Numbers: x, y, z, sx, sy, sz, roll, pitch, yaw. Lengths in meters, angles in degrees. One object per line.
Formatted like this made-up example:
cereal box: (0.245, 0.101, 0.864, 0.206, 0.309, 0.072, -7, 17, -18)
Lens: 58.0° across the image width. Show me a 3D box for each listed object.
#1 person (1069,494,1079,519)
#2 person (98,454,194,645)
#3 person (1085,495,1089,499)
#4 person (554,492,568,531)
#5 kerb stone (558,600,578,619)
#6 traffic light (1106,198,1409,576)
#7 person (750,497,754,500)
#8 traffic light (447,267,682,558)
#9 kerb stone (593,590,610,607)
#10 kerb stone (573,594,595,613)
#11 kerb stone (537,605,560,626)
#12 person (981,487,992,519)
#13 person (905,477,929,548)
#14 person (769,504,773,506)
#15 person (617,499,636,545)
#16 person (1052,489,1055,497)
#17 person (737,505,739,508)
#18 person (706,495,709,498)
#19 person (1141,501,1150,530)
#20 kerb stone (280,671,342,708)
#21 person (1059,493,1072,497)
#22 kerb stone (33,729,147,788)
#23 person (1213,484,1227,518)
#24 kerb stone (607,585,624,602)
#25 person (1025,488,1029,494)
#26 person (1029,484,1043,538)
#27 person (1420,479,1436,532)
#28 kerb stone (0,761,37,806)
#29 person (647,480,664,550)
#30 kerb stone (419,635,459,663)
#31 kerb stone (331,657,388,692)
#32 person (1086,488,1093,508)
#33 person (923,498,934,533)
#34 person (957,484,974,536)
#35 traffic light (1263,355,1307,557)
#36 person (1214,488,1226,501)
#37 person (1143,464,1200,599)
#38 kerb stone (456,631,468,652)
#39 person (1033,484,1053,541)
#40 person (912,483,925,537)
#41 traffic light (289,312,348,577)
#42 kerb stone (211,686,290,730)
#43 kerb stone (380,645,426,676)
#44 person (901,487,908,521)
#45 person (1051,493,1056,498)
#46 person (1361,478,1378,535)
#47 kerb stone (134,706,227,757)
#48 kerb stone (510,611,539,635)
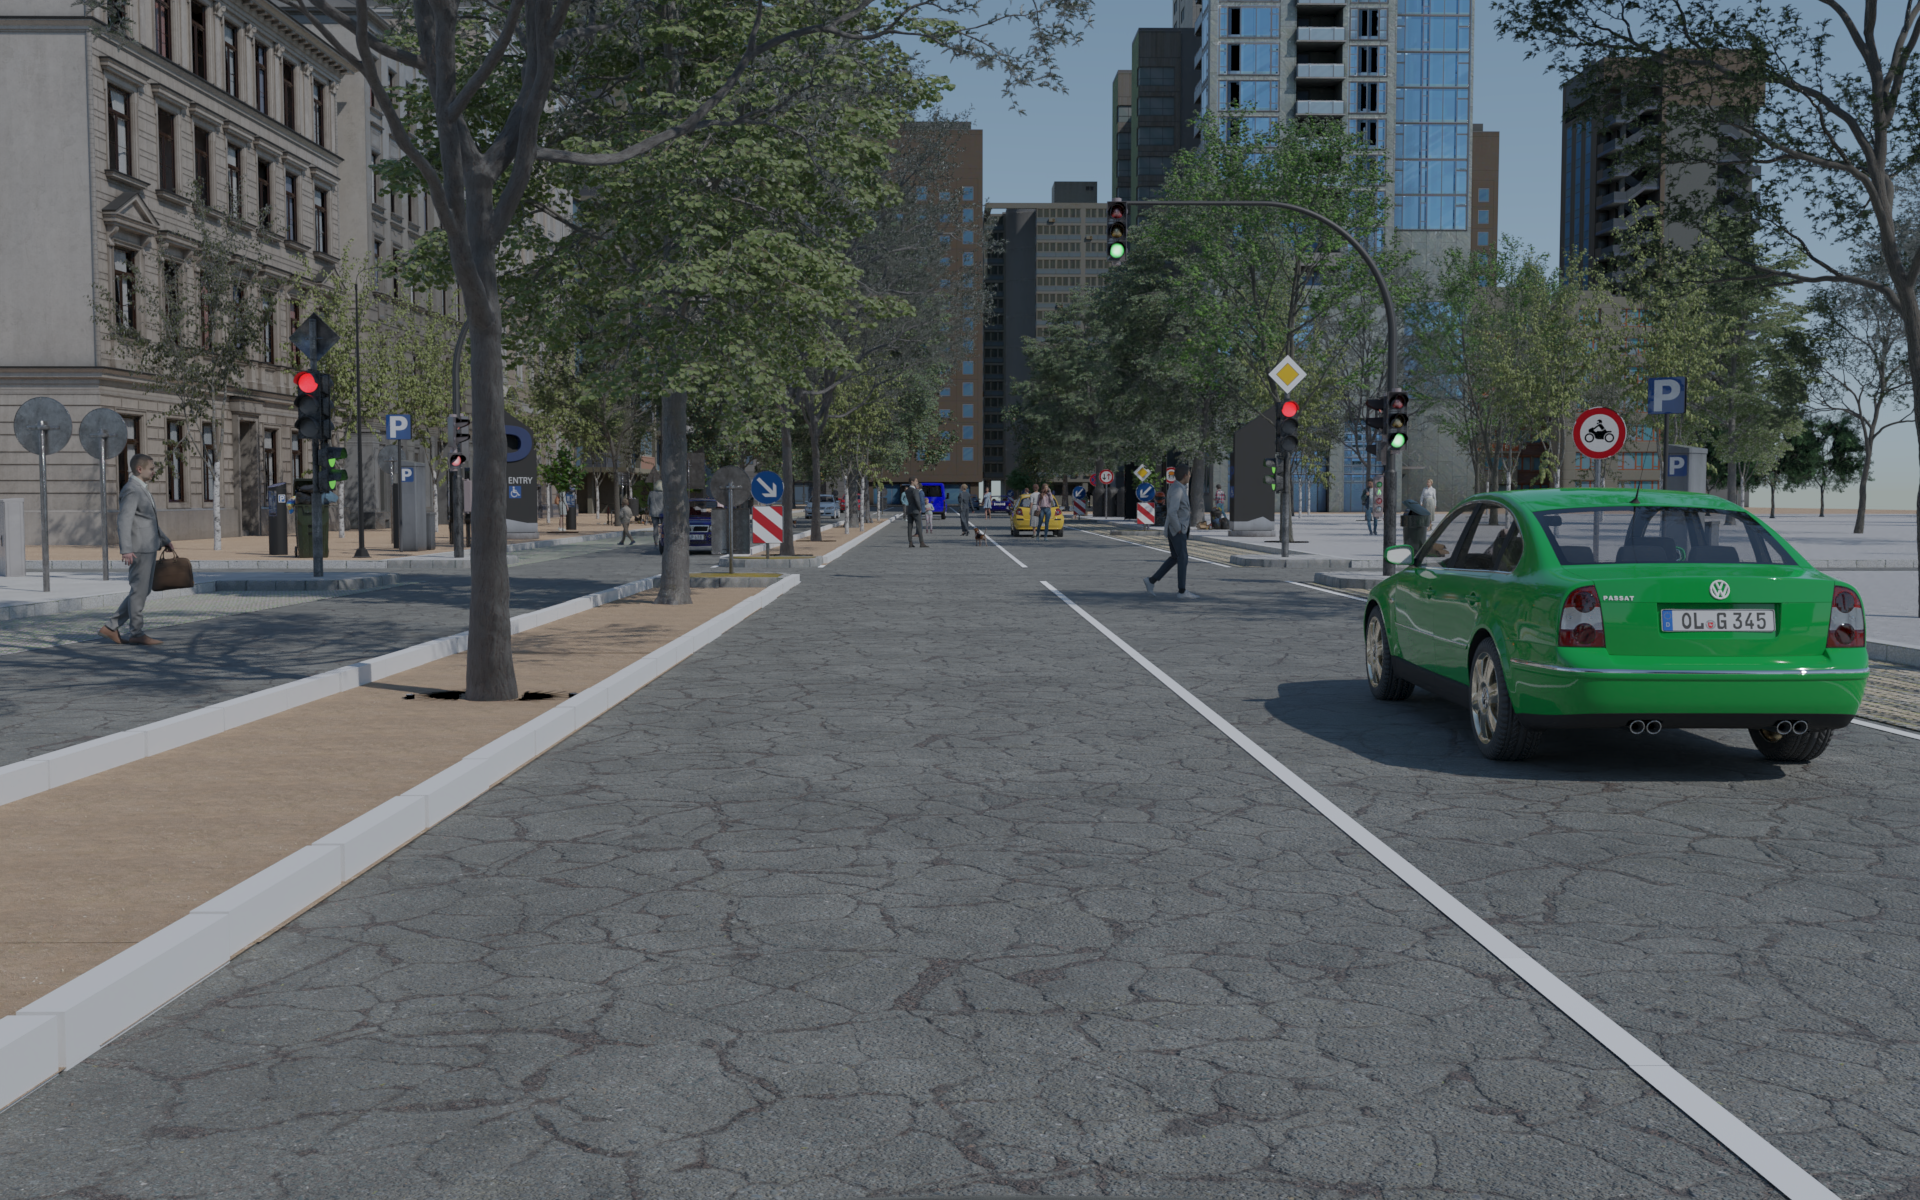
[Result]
person: (6.091, -5.077, 91.857, 0.624, 1.780, 0.694, -2, 4, -35)
person: (-7.769, -0.479, 16.458, 0.853, 1.813, 0.709, -1, 4, -18)
person: (9.937, -8.248, 140.902, 0.705, 1.823, 1.348, -3, 5, -39)
person: (-13.992, -3.286, 60.774, 0.512, 1.701, 0.522, 3, 4, 39)
kerb stone: (-4.630, 0.133, 20.123, 0.120, 0.150, 1.000, 0, 4, -1)
traffic light: (4.614, -3.194, 26.898, 4.771, 5.953, 1.251, 0, 4, -1)
person: (-18.934, -9.271, 157.633, 1.348, 1.822, 0.705, 2, 4, 27)
traffic light: (-7.987, -3.681, 34.851, 4.771, 5.953, 1.251, 0, 4, -1)
kerb stone: (-4.667, 0.002, 22.167, 0.120, 0.150, 1.000, 0, 4, -1)
kerb stone: (-4.645, 0.064, 21.145, 0.120, 0.150, 1.000, 0, 4, -1)
kerb stone: (-4.610, 0.195, 19.094, 0.120, 0.150, 1.000, 0, 4, -1)
person: (1.513, -5.458, 97.836, 0.616, 1.811, 0.778, 1, 4, 17)
person: (-1.184, -2.363, 46.495, 0.474, 1.900, 0.648, -3, 5, -44)
person: (-7.910, -3.596, 71.958, 0.362, 1.253, 0.373, 2, 4, 25)
person: (-9.333, -2.173, 48.303, 0.640, 1.303, 0.475, 1, 4, 19)
person: (9.139, -10.163, 172.078, 0.599, 1.838, 0.709, 0, 4, 4)
person: (-19.034, -8.760, 149.722, 0.683, 1.767, 0.568, 3, 5, 42)
person: (-19.238, -7.472, 128.354, 1.348, 1.807, 0.705, -1, 4, -8)
person: (6.674, -3.005, 61.903, 0.394, 1.301, 0.425, 2, 4, 27)
kerb stone: (-4.510, 0.630, 11.936, 0.120, 0.150, 1.000, 0, 4, -1)
person: (10.365, -10.023, 169.914, 1.348, 1.824, 0.705, 0, 4, 8)
kerb stone: (-4.458, 0.816, 8.854, 0.120, 0.150, 1.000, 0, 4, -1)
person: (11.469, -4.247, 76.313, 0.643, 1.720, 0.563, 3, 5, 45)
kerb stone: (-4.681, -0.060, 23.189, 0.120, 0.150, 1.000, 0, 4, -1)
person: (3.520, -5.192, 93.960, 0.524, 1.755, 0.480, -1, 4, -12)
person: (2.446, -2.882, 56.185, 0.480, 1.755, 0.524, -2, 4, -24)
person: (16.085, -3.248, 59.375, 0.478, 1.798, 0.641, 3, 5, 42)
kerb stone: (-4.440, 0.878, 7.832, 0.120, 0.150, 1.000, 0, 4, -1)
person: (-7.815, -2.214, 44.874, 0.537, 1.800, 0.526, 1, 4, 8)
kerb stone: (-4.559, 0.440, 15.001, 0.120, 0.150, 1.000, 0, 4, -1)
kerb stone: (-4.515, 0.565, 12.957, 0.120, 0.150, 1.000, 0, 4, -1)
person: (12.020, -9.522, 161.747, 1.348, 1.821, 0.705, -2, 4, -33)
person: (-1.137, -3.084, 63.196, 0.425, 1.301, 0.394, -2, 4, -23)
person: (0.199, -3.094, 59.510, 0.534, 1.772, 0.576, 2, 4, 30)
traffic light: (6.581, -2.822, 35.055, 0.839, 4.253, 0.868, 0, 4, -1)
person: (16.272, -6.229, 108.231, 0.721, 1.781, 0.623, 1, 4, 14)
person: (2.912, -0.948, 23.840, 0.795, 1.843, 0.661, 1, 4, 10)
kerb stone: (-4.566, 0.383, 16.025, 0.120, 0.150, 1.000, 0, 4, -1)
person: (2.548, -2.700, 53.241, 0.593, 1.750, 0.643, 0, 4, -2)
person: (-1.369, -3.014, 57.958, 0.419, 1.800, 0.721, -1, 4, -13)
traffic light: (-9.955, -2.317, 26.800, 0.839, 4.253, 0.868, 0, 4, -1)
kerb stone: (-4.489, 0.690, 10.914, 0.120, 0.150, 1.000, 0, 4, -1)
kerb stone: (-4.536, 0.505, 13.979, 0.120, 0.150, 1.000, 0, 4, -1)
person: (-2.893, -5.084, 91.639, 0.620, 1.820, 0.660, 3, 4, 38)
person: (9.423, -10.670, 181.225, 1.217, 1.735, 0.721, 1, 4, 22)
person: (12.914, -2.933, 54.351, 0.623, 1.781, 0.721, 0, 4, -8)
kerb stone: (-4.465, 0.753, 9.879, 0.120, 0.150, 1.000, 0, 4, -1)
kerb stone: (-4.596, 0.252, 18.070, 0.120, 0.150, 1.000, 0, 4, -1)
